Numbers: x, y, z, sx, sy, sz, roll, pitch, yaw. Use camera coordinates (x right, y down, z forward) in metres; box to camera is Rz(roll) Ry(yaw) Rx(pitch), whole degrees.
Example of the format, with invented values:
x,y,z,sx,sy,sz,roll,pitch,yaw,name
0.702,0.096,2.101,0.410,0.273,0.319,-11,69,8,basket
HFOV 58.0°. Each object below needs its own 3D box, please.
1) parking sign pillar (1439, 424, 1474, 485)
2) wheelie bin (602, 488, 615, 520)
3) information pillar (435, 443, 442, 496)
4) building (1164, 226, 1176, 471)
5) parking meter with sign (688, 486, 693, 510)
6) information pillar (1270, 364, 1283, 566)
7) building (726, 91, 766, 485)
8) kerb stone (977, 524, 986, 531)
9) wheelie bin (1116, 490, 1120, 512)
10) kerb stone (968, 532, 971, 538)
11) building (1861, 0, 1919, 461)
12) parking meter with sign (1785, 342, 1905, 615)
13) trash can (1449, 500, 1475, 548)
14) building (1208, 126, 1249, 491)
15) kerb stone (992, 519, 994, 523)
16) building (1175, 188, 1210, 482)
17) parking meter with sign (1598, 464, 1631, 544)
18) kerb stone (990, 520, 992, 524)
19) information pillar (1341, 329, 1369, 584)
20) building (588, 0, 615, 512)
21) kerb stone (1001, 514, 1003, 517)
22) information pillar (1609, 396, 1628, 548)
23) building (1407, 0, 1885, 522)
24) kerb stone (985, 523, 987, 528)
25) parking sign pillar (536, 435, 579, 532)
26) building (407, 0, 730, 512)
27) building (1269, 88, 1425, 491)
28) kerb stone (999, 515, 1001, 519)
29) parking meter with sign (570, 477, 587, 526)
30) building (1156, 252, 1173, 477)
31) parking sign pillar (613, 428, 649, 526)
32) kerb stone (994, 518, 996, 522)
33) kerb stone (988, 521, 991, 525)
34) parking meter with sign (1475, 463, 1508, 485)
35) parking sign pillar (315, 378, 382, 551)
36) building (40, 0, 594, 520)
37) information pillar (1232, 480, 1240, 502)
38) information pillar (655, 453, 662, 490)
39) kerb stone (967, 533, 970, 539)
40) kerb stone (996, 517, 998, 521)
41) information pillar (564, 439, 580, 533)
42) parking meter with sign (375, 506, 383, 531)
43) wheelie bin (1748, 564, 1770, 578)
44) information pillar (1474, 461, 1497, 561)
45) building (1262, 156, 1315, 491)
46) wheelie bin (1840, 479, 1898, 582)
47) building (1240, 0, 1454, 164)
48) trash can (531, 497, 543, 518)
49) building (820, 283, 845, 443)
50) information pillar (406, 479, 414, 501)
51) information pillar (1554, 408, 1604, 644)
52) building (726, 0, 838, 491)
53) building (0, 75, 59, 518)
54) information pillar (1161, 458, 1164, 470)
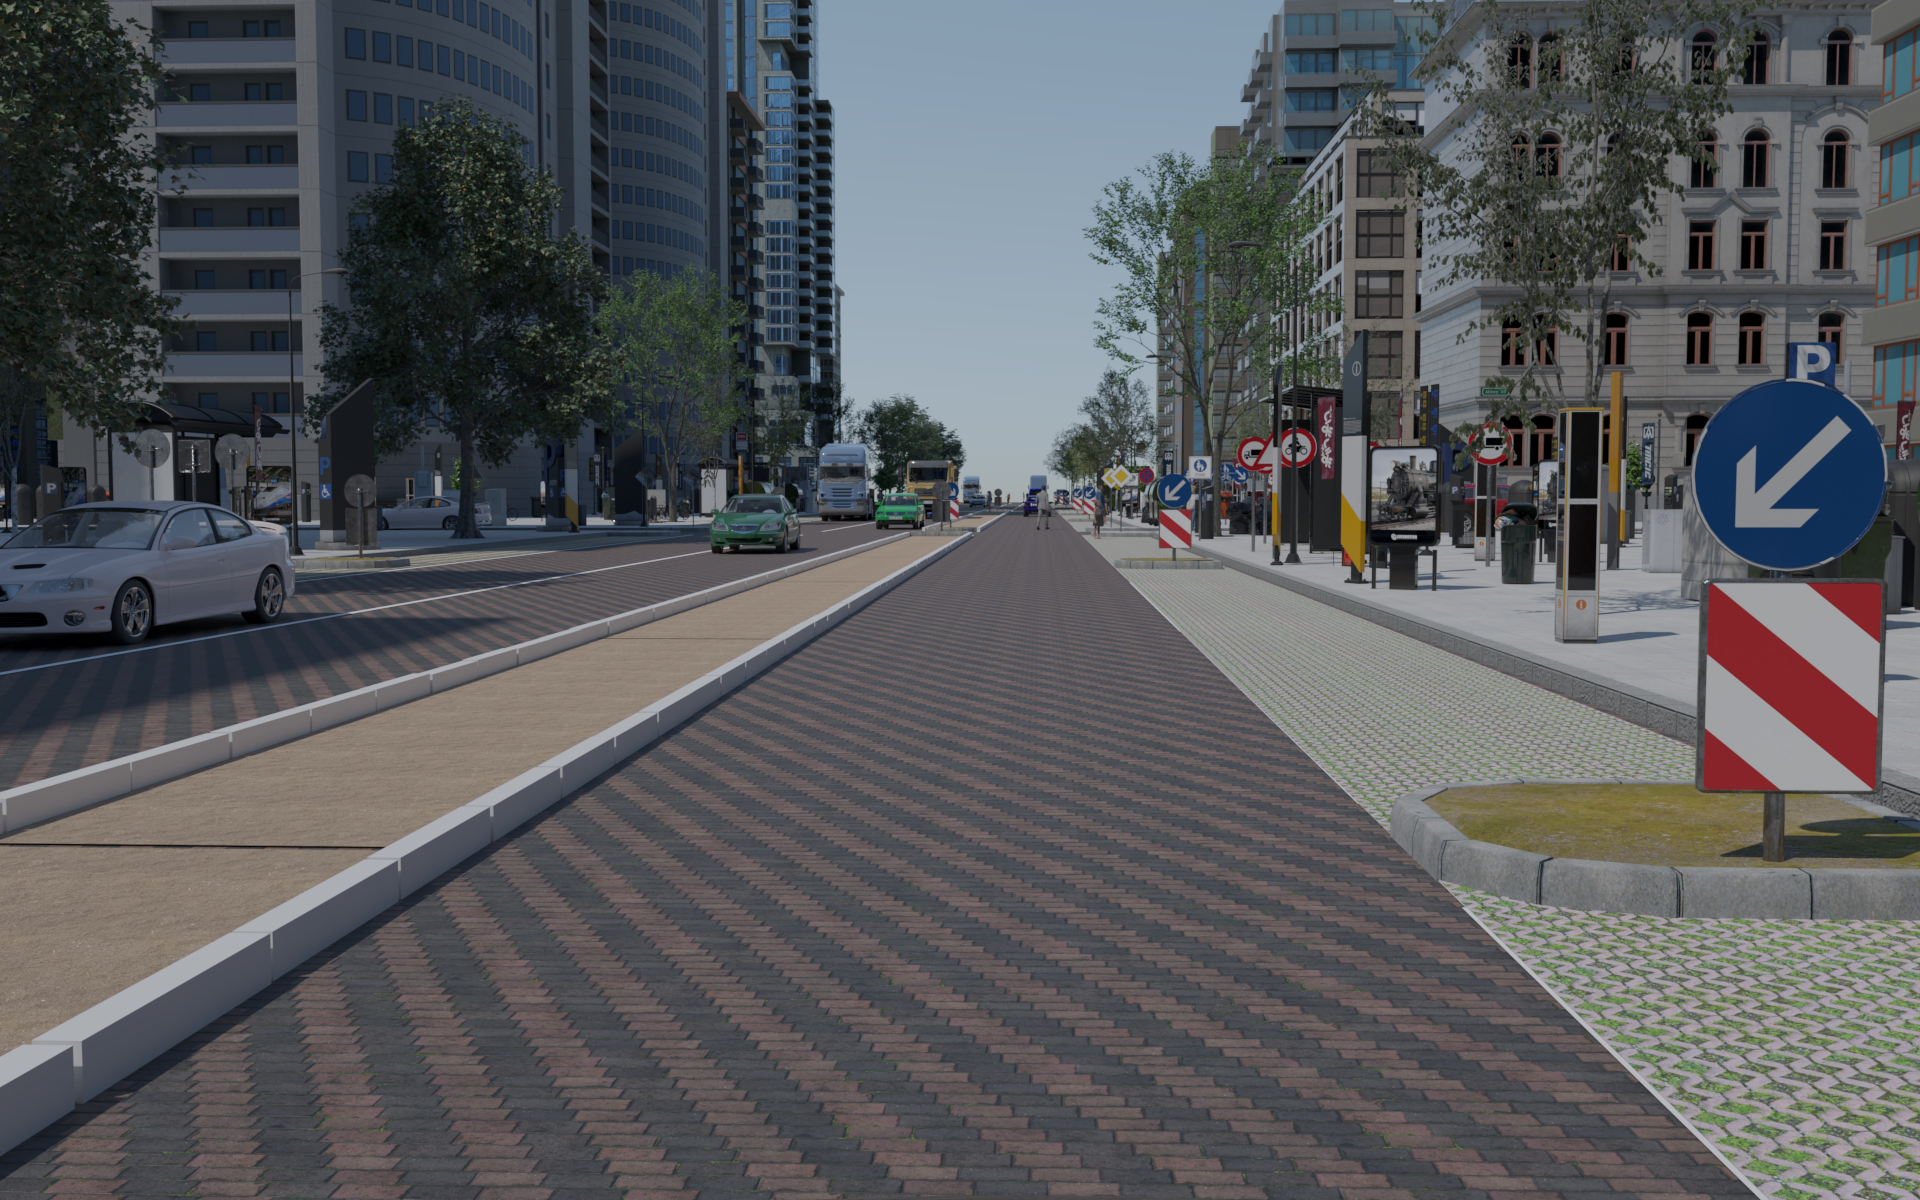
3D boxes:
x,y,z,sx,sy,sz,roll,pitch,yaw,name
18.969,-4.757,66.256,1.447,3.967,1.447,-1,4,-10,parking sign pillar
-17.279,-4.749,85.554,0.693,1.594,0.980,2,4,35,wheelie bin
-24.124,-5.433,80.178,0.504,3.616,0.183,3,5,41,information pillar
43.631,-39.743,269.413,23.786,49.044,30.456,0,4,3,building
-21.892,-8.924,142.169,0.543,3.016,1.738,0,4,7,parking meter with sign
5.688,-2.428,31.047,0.183,3.616,0.504,1,4,19,information pillar
-33.009,-32.491,185.846,22.147,44.769,28.867,0,4,3,building
0.864,-2.899,69.597,0.120,0.150,1.000,0,4,3,kerb stone
11.766,-7.191,125.487,0.980,1.594,0.693,1,4,13,wheelie bin
0.193,-1.991,54.755,0.120,0.150,1.000,0,4,3,kerb stone
35.965,-11.219,28.468,27.650,21.520,28.899,0,4,3,building
9.810,-1.400,19.148,0.543,3.016,1.738,0,4,-3,parking meter with sign
11.971,-1.796,41.019,0.748,1.137,0.748,0,3,0,trash can
34.975,-31.290,195.179,14.154,41.232,14.086,0,4,3,building
1.384,-3.587,80.847,0.120,0.150,1.000,0,4,3,kerb stone
38.253,-36.518,247.172,14.600,45.320,14.200,0,4,3,building
16.277,-2.945,44.404,1.738,3.016,0.543,0,4,-4,parking meter with sign
1.243,-3.400,77.778,0.120,0.150,1.000,0,4,3,kerb stone
5.658,-2.047,24.824,0.183,3.616,0.504,-1,4,-23,information pillar
-35.134,-42.244,128.935,20.563,71.187,20.611,0,4,3,building
2.273,-4.775,100.327,0.120,0.150,1.000,0,4,3,kerb stone
15.754,-3.065,41.471,0.183,3.616,0.504,-1,4,-22,information pillar
35.292,-18.213,85.178,23.554,28.519,14.401,0,4,3,building
0.920,-2.962,70.617,0.120,0.150,1.000,0,4,3,kerb stone
-13.822,-4.338,59.398,1.447,3.967,1.447,-2,4,-33,parking sign pillar
-33.973,-37.597,156.706,21.231,58.520,28.212,0,4,3,building
34.022,-19.504,123.401,19.350,26.468,34.151,0,4,3,building
2.040,-4.464,95.187,0.120,0.150,1.000,0,4,3,kerb stone
-15.611,-4.463,69.223,0.543,3.016,1.738,2,4,24,parking meter with sign
40.099,-37.246,292.565,14.154,41.232,14.086,0,4,3,building
-13.411,-5.022,70.585,1.447,3.967,1.447,1,4,18,parking sign pillar
1.569,-3.838,84.945,0.120,0.150,1.000,0,4,3,kerb stone
1.150,-3.270,75.734,0.120,0.150,1.000,0,4,3,kerb stone
21.284,-4.419,68.512,1.738,3.016,0.543,1,4,11,parking meter with sign
-14.114,-3.143,39.858,1.447,3.967,1.447,2,4,27,parking sign pillar
-34.758,-33.940,96.920,21.231,58.520,28.212,0,4,3,building
14.239,-5.186,89.282,0.304,2.012,0.304,3,4,37,information pillar
-17.388,-6.644,99.992,0.183,3.616,0.504,2,4,30,information pillar
0.154,-1.923,53.733,0.120,0.150,1.000,0,4,3,kerb stone
1.711,-4.026,88.018,0.120,0.150,1.000,0,4,3,kerb stone
-12.862,-4.036,57.350,0.183,3.616,0.504,3,4,36,information pillar
-20.874,-3.892,59.892,0.543,3.016,1.738,3,5,42,parking meter with sign
11.211,-1.004,24.321,0.693,1.594,0.980,2,4,29,wheelie bin
10.044,-1.749,33.093,0.304,2.012,0.304,3,5,41,information pillar
33.228,-23.179,150.680,14.160,30.474,14.107,0,4,3,building
8.486,-0.526,16.502,0.693,1.594,0.980,1,4,12,wheelie bin
39.791,-33.800,172.242,23.786,49.044,30.456,0,4,3,building
-22.727,-4.983,93.117,0.748,1.137,0.748,0,3,0,trash can
-32.537,-36.311,285.562,32.217,40.220,23.993,0,4,3,building
-25.990,-4.735,81.917,0.304,2.012,0.304,-2,4,-33,information pillar
5.324,-0.637,14.911,0.304,2.012,0.304,0,4,5,information pillar
-29.059,-57.704,256.124,22.319,86.520,31.000,0,4,3,building
-65.563,-47.692,92.435,31.000,86.520,22.319,0,4,3,building
13.332,-7.505,114.065,0.183,3.616,0.504,-1,4,-10,information pillar
